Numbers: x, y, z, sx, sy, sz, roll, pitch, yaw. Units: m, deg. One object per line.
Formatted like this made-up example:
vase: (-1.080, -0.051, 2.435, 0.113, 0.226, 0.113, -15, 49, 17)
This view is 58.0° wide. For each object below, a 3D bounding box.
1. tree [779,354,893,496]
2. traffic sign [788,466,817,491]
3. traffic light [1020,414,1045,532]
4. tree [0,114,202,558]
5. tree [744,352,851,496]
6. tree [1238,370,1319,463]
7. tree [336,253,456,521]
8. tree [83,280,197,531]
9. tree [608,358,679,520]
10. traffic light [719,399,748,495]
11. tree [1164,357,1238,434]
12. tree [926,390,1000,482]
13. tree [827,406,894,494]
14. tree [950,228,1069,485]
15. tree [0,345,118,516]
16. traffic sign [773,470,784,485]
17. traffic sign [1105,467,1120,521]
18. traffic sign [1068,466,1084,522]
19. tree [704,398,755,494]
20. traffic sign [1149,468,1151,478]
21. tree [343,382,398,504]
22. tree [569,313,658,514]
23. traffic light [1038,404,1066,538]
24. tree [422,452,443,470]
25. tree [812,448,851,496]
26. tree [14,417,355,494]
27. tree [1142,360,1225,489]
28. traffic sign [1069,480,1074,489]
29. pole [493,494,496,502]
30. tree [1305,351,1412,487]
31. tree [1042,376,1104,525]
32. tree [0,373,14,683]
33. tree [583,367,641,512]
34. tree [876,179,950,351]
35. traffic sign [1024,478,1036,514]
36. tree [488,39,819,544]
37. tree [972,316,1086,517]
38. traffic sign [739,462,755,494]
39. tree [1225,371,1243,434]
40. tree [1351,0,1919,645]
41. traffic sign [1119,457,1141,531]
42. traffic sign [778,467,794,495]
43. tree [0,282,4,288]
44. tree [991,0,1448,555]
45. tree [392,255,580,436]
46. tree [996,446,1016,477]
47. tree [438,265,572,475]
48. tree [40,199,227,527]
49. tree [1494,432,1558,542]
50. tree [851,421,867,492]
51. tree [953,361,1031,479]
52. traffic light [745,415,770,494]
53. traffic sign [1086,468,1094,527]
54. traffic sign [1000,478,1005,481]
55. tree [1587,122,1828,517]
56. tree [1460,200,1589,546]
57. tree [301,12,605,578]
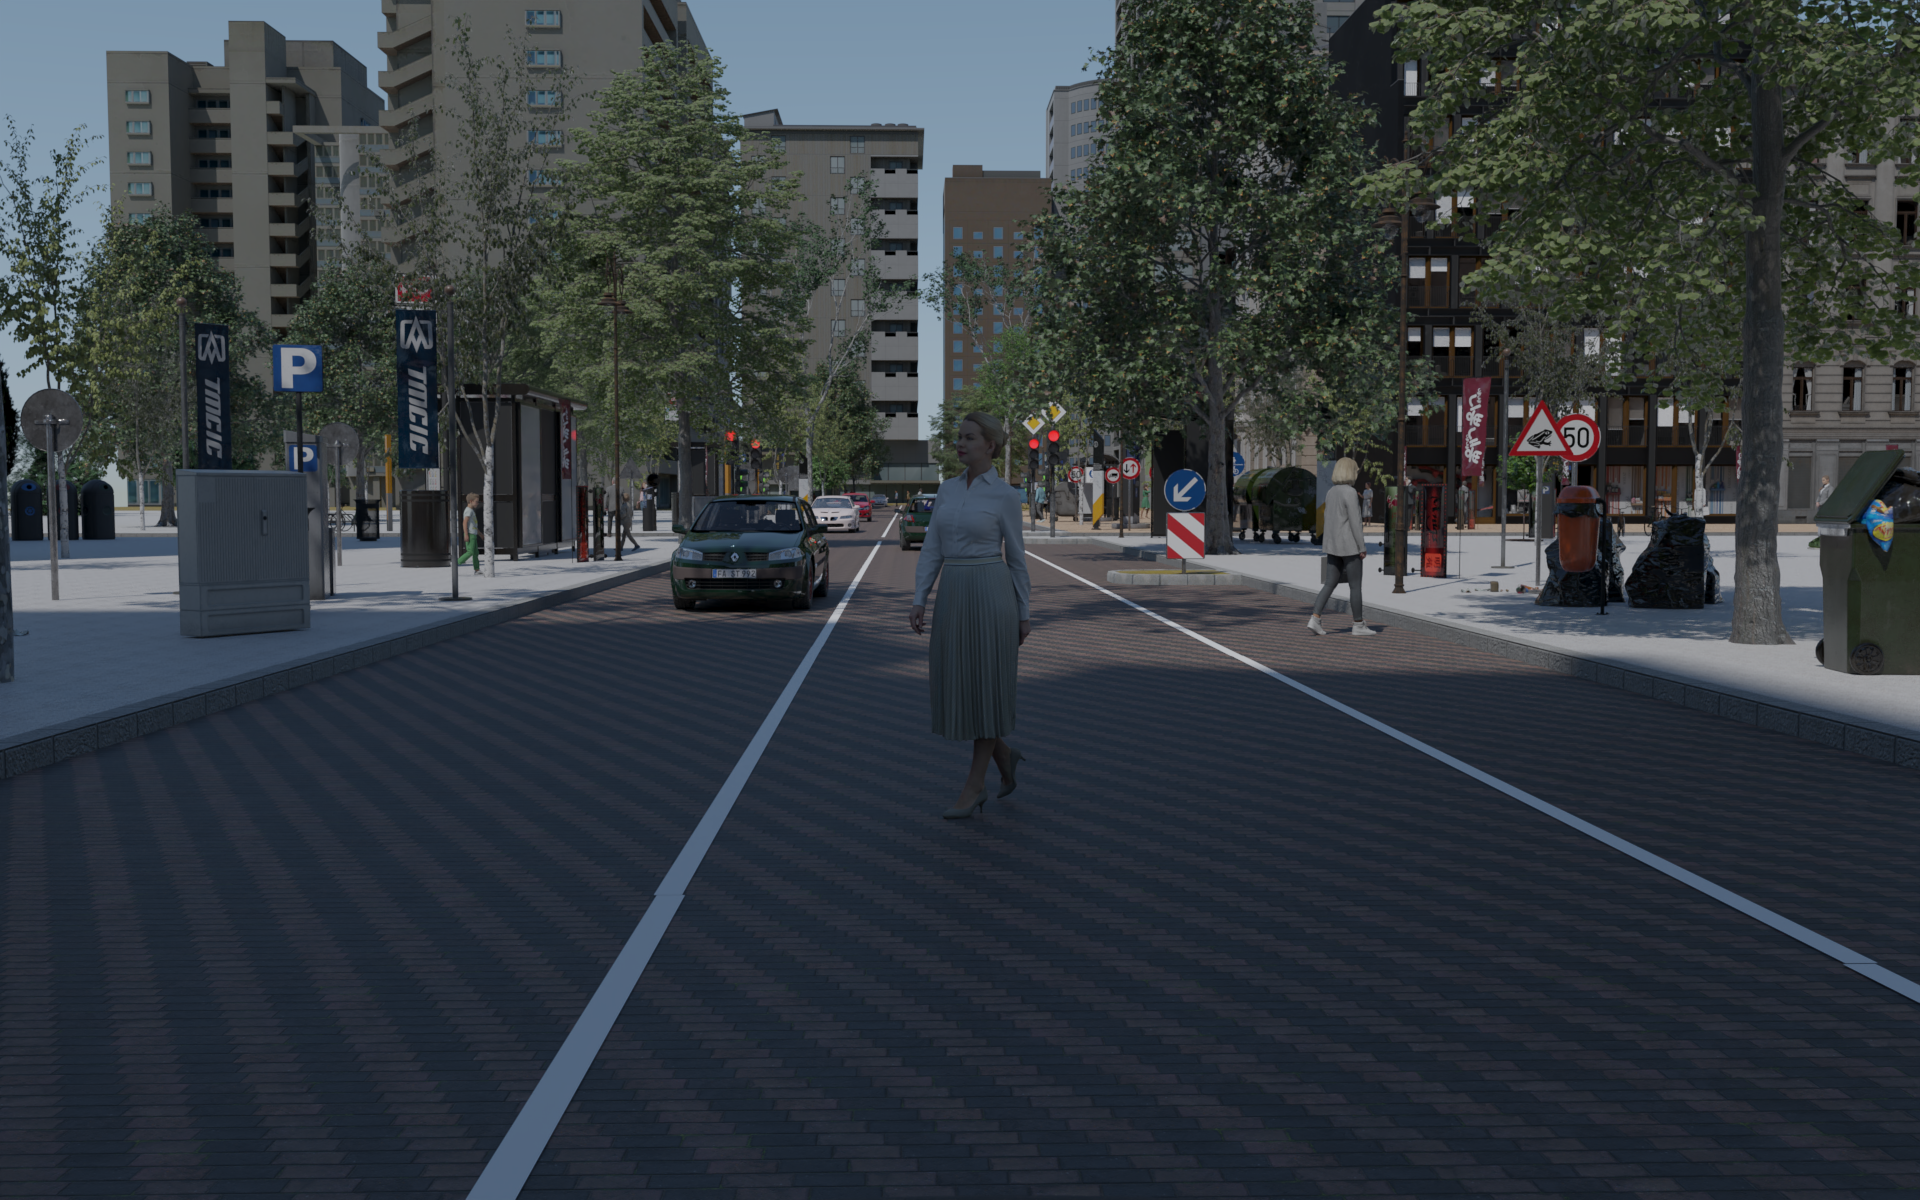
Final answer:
tree: (-10.064, -13.750, 141.818, 9.611, 12.733, 9.660, 0, 3, 0)
traffic sign: (-11.207, -7.967, 124.130, 2.265, 3.308, 0.079, 0, 4, 3)
traffic light: (2.477, -4.284, 58.962, 0.839, 4.253, 0.868, 0, 4, -2)
tree: (-17.696, -5.141, 34.418, 4.737, 8.622, 4.395, 0, 3, 0)
tree: (-8.670, -8.207, 84.551, 4.737, 8.622, 4.395, 0, 3, 0)
tree: (14.908, -8.009, 81.312, 4.360, 8.622, 3.978, 0, 3, 0)
tree: (-28.229, -10.047, 81.280, 9.611, 12.733, 9.660, 0, 3, 0)
tree: (-28.510, -6.749, 60.703, 4.360, 8.622, 3.978, 0, 3, 0)
tree: (-16.322, -8.367, 87.166, 4.737, 8.622, 4.395, 0, 3, 0)
traffic light: (-6.642, -3.778, 50.688, 0.839, 4.253, 0.868, 0, 4, -2)
tree: (10.506, -8.022, 81.518, 4.360, 8.622, 3.978, 0, 3, 0)
tree: (0.775, -18.387, 207.288, 9.857, 13.997, 8.962, 0, 3, 0)
tree: (-11.085, -15.241, 183.595, 8.767, 10.594, 7.601, 0, 4, 0)
tree: (4.834, -16.211, 120.933, 12.611, 20.169, 13.585, 0, 3, 0)
tree: (-55.908, -11.890, 96.222, 13.155, 14.587, 18.604, 0, 4, -7)
traffic sign: (-9.397, -5.527, 90.477, 0.768, 2.556, 0.104, 0, 4, 5)
traffic sign: (7.261, -5.019, 82.168, 0.768, 2.556, 0.104, 0, 4, 6)
traffic sign: (5.297, -4.831, 79.099, 0.768, 2.556, 0.104, 0, 4, 6)
tree: (-17.042, -10.955, 129.469, 4.360, 8.622, 3.978, 0, 3, 0)
traffic sign: (8.282, -4.428, 72.509, 0.768, 2.556, 0.104, 0, 4, 5)
tree: (-35.620, -9.336, 103.007, 4.737, 8.622, 4.395, 0, 3, 0)
tree: (-23.742, -12.481, 114.435, 12.009, 13.543, 11.850, 0, 3, 0)
traffic light: (2.714, -3.796, 50.981, 0.839, 4.253, 0.868, 0, 4, -2)
tree: (-34.807, -9.958, 113.171, 4.737, 8.622, 4.395, 0, 3, 0)
tree: (-9.286, -8.286, 119.189, 4.285, 4.588, 4.351, 0, 3, 0)
tree: (-50.918, -9.311, 115.140, 11.467, 7.101, 20.602, 2, 4, 32)
tree: (11.570, -8.915, 96.126, 4.737, 8.622, 4.395, 0, 3, 0)
traffic sign: (7.140, -6.563, 109.427, 0.606, 2.300, 0.079, 0, 4, 6)
pole: (-13.410, -3.416, 49.692, 0.158, 3.312, 0.155, 0, 3, 0)
tree: (14.857, -7.035, 65.389, 4.737, 8.622, 4.395, 0, 3, 0)
tree: (5.003, -7.430, 71.838, 4.737, 8.622, 4.395, 0, 3, 0)
tree: (-7.878, -9.553, 12.078, 12.611, 20.169, 13.585, 0, 3, 0)
tree: (-25.789, -12.316, 127.118, 9.928, 11.665, 9.643, 0, 3, 0)
tree: (-7.669, -14.977, 100.767, 12.611, 20.169, 13.585, 0, 3, 0)
traffic sign: (4.370, -6.630, 108.501, 0.768, 2.556, 0.104, 0, 4, 7)
tree: (-7.492, -7.716, 44.278, 7.486, 12.596, 7.792, 0, 3, 0)
tree: (4.279, -10.553, 98.296, 9.928, 11.665, 9.643, 0, 3, 0)
traffic sign: (-8.455, -4.212, 68.964, 0.768, 2.556, 0.104, 0, 4, 6)
tree: (14.508, -9.629, 107.794, 4.737, 8.622, 4.395, 0, 3, 0)
tree: (6.662, -5.874, 14.162, 7.486, 12.596, 7.792, 0, 3, 0)
traffic sign: (5.882, -3.667, 60.061, 0.768, 2.556, 0.104, 0, 4, -1)
traffic sign: (-8.103, -4.933, 80.757, 0.768, 2.556, 0.104, 0, 4, -1)
tree: (-17.534, -4.684, 26.946, 4.360, 8.622, 3.978, 0, 3, 0)
tree: (5.349, -7.308, 36.498, 9.611, 12.733, 9.660, 0, 3, 0)
tree: (-18.515, -8.134, 67.408, 7.601, 10.594, 8.767, 0, 4, 4)
tree: (3.072, -12.575, 155.965, 4.737, 8.622, 4.395, 0, 3, 0)
tree: (-25.667, -11.525, 95.094, 9.857, 13.997, 8.962, 0, 3, 0)
tree: (-31.148, -9.229, 67.901, 9.611, 12.733, 9.660, 0, 3, 0)
tree: (15.502, -3.215, 47.161, 1.663, 3.219, 1.824, 0, 3, 0)
tree: (-8.818, -9.941, 112.901, 4.737, 8.622, 4.395, 0, 3, 0)
tree: (2.968, -14.022, 147.386, 7.486, 12.596, 7.792, 0, 3, 0)
traffic light: (-6.879, -4.266, 58.670, 0.839, 4.253, 0.868, 0, 4, -2)
traffic sign: (5.121, -3.932, 66.424, 0.606, 2.300, 0.079, 0, 4, 4)
traffic sign: (3.286, -8.224, 134.575, 0.768, 2.556, 0.104, 0, 4, 0)
tree: (14.456, -5.088, 33.545, 4.360, 8.622, 3.978, 0, 3, 0)
tree: (14.618, -5.654, 42.803, 4.360, 8.622, 3.978, 0, 3, 0)
tree: (-7.442, -4.657, 26.506, 4.360, 8.622, 3.978, 0, 3, 0)
